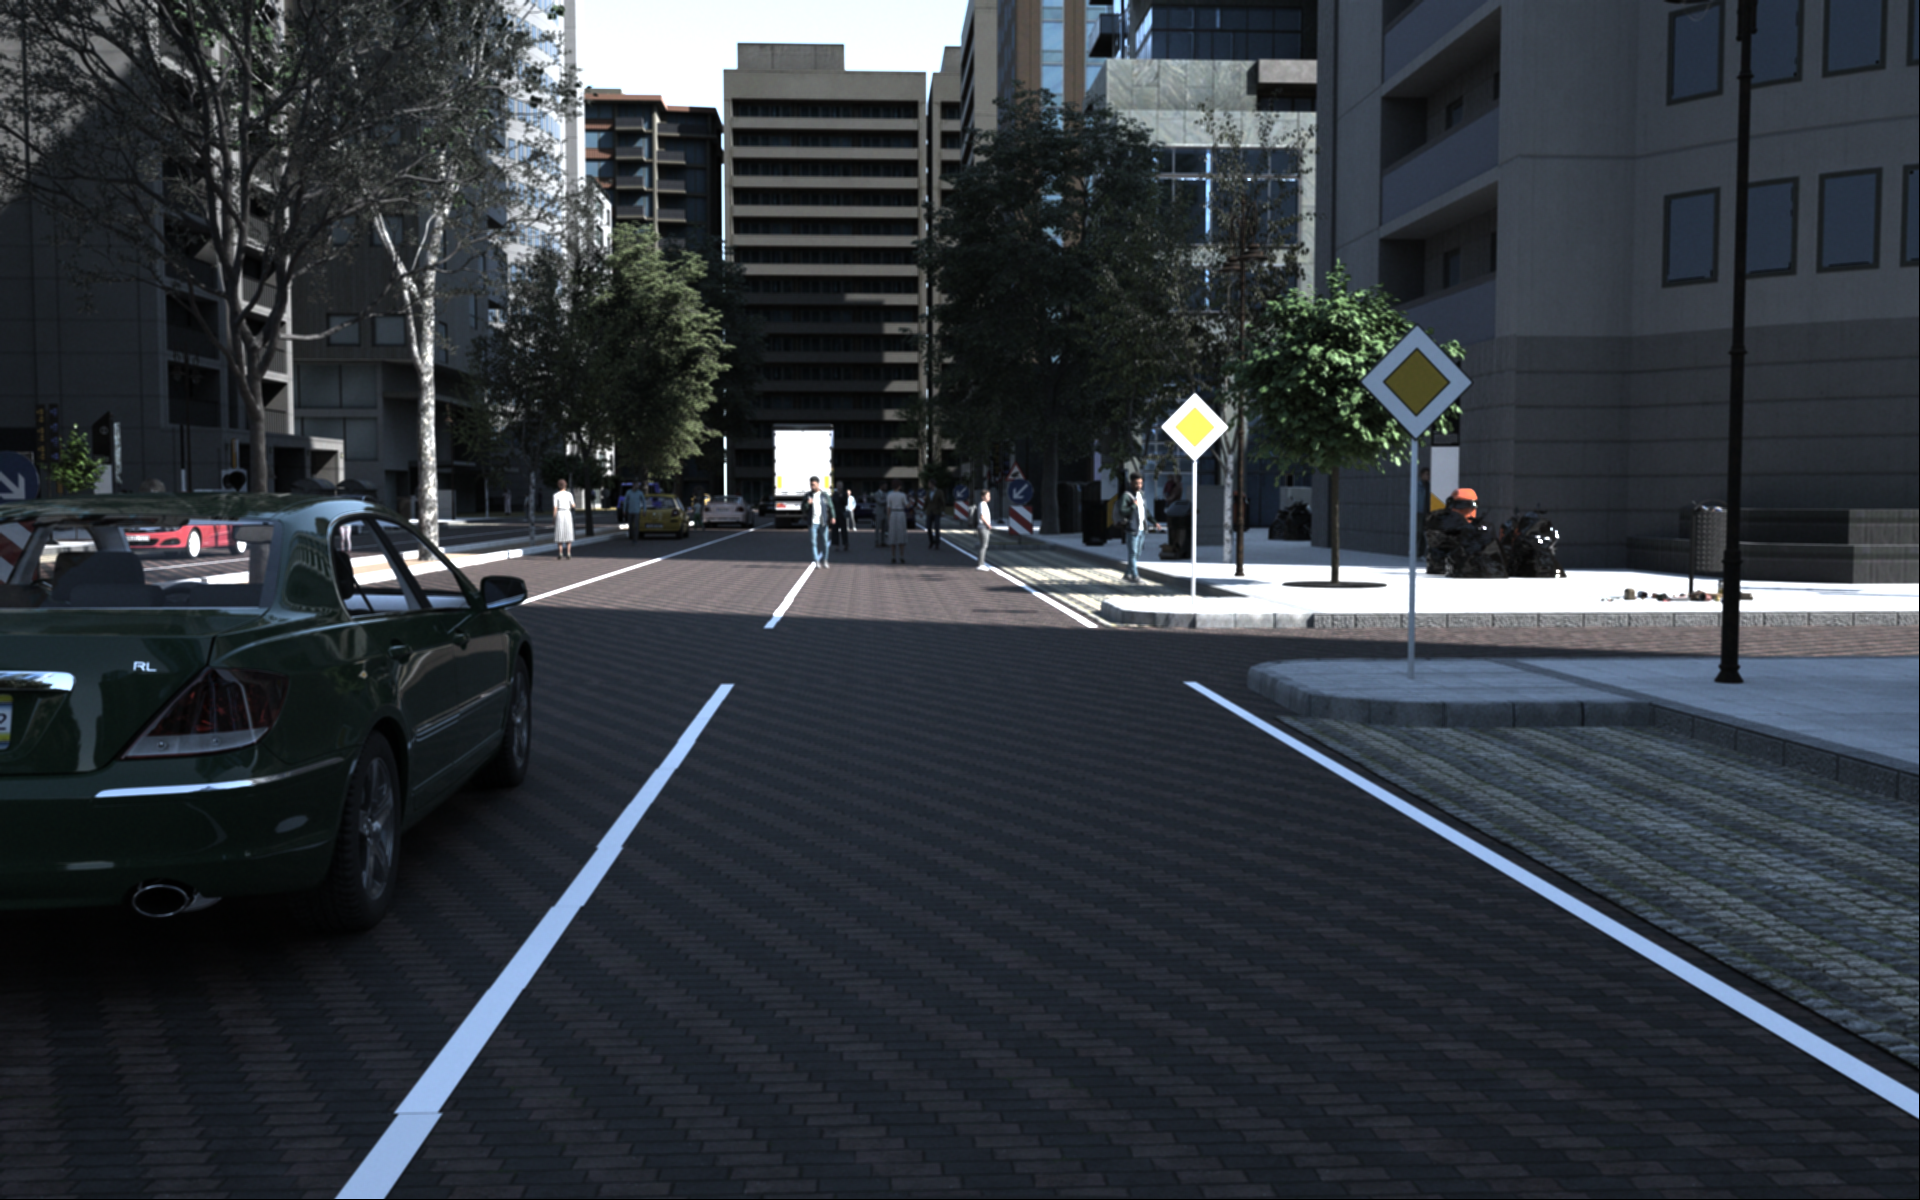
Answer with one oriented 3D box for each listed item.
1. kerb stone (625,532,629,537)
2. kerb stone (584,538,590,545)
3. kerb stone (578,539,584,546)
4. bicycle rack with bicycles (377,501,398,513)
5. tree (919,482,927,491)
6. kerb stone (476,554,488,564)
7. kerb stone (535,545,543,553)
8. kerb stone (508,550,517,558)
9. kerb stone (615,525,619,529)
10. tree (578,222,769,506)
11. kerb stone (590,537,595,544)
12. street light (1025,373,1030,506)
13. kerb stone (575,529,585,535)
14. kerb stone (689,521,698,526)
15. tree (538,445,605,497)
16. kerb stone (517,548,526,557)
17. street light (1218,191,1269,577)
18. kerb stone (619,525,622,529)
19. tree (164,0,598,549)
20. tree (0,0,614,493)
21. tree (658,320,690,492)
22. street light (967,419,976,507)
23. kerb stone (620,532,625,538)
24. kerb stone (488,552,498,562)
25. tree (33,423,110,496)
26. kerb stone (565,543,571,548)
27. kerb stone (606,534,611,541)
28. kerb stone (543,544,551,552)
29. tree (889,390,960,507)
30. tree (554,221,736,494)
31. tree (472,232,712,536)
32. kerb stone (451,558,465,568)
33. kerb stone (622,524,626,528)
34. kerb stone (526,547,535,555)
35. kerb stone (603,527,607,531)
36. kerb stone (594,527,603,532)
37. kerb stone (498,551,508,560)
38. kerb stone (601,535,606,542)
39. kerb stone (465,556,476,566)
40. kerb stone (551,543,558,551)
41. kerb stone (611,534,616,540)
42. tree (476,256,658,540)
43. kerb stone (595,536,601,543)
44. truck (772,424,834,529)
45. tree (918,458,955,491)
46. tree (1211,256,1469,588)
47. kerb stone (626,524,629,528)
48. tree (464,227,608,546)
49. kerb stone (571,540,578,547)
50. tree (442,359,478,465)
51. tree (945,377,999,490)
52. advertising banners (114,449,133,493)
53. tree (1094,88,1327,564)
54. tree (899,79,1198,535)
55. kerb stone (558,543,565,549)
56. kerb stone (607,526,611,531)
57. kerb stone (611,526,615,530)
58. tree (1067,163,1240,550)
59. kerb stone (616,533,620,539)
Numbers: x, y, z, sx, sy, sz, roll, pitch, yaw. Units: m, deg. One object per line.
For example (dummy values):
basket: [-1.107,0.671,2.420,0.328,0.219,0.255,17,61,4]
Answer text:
kerb stone: [-11.155,-2.144,57.253,0.120,0.150,1.000,0,4,-3]
kerb stone: [-10.696,-1.643,49.058,0.120,0.150,1.000,0,4,-3]
kerb stone: [-10.649,-1.573,48.037,0.120,0.150,1.000,0,4,-3]
bicycle rack with bicycles: [-30.109,-4.733,90.772,2.852,0.926,2.925,-2,4,-30]
tree: [-2.757,-10.109,159.882,1.663,3.219,1.824,0,3,0]
kerb stone: [-9.967,-0.829,35.746,0.120,0.150,1.000,0,4,-3]
kerb stone: [-10.306,-1.205,41.898,0.120,0.150,1.000,0,4,-3]
kerb stone: [-10.141,-1.017,38.822,0.120,0.150,1.000,0,4,-3]
kerb stone: [-13.923,-2.886,69.432,0.120,0.150,1.000,0,4,-3]
tree: [-13.420,-10.570,81.937,9.857,13.997,8.962,0,3,0]
kerb stone: [-10.759,-1.706,50.081,0.120,0.150,1.000,0,4,-3]
street light: [2.378,-5.410,61.242,0.468,5.910,1.993,0,4,-3]
kerb stone: [-13.470,-2.387,61.221,0.120,0.150,1.000,0,4,-3]
kerb stone: [-12.450,-3.585,80.812,0.120,0.150,1.000,0,4,-3]
tree: [-26.797,-8.116,116.415,4.285,4.588,4.351,0,3,0]
kerb stone: [-10.195,-1.069,39.851,0.120,0.150,1.000,0,4,-3]
street light: [4.358,-3.304,26.816,0.468,5.910,1.993,0,4,-3]
kerb stone: [-13.977,-2.946,70.454,0.120,0.150,1.000,0,4,-3]
tree: [-12.647,-10.944,37.285,12.611,20.169,13.585,0,3,0]
tree: [-10.358,-6.873,25.208,12.009,13.543,11.850,0,3,0]
tree: [-12.248,-6.910,65.797,4.737,8.622,4.395,0,3,0]
street light: [0.621,-7.454,94.655,0.468,5.910,1.993,0,4,-3]
kerb stone: [-11.092,-2.082,56.232,0.120,0.150,1.000,0,4,-3]
kerb stone: [-10.030,-0.891,36.767,0.120,0.150,1.000,0,4,-3]
tree: [-23.843,-3.199,46.907,1.663,3.219,1.824,0,3,0]
kerb stone: [-10.532,-1.455,45.992,0.120,0.150,1.000,0,4,-3]
kerb stone: [-10.932,-1.894,53.163,0.120,0.150,1.000,0,4,-3]
kerb stone: [-10.363,-1.265,42.927,0.120,0.150,1.000,0,4,-3]
tree: [-3.176,-15.083,172.369,9.928,11.665,9.643,0,3,0]
tree: [-13.230,-9.264,72.045,7.486,12.596,7.792,0,3,0]
tree: [-12.575,-7.462,58.875,8.767,10.594,7.601,0,4,-3]
kerb stone: [-9.856,-0.704,33.704,0.120,0.150,1.000,0,4,-3]
kerb stone: [-14.031,-3.012,71.475,0.120,0.150,1.000,0,4,-3]
kerb stone: [-10.252,-1.143,40.877,0.120,0.150,1.000,0,4,-3]
kerb stone: [-13.754,-2.695,66.359,0.120,0.150,1.000,0,4,-3]
kerb stone: [-13.695,-2.639,65.338,0.120,0.150,1.000,0,4,-3]
kerb stone: [-10.089,-0.953,37.795,0.120,0.150,1.000,0,4,-3]
kerb stone: [-10.875,-1.831,52.135,0.120,0.150,1.000,0,4,-3]
kerb stone: [-9.919,-0.764,34.725,0.120,0.150,1.000,0,4,-3]
kerb stone: [-10.421,-1.331,43.949,0.120,0.150,1.000,0,4,-3]
kerb stone: [-10.982,-1.957,54.184,0.120,0.150,1.000,0,4,-3]
tree: [-11.694,-6.071,52.088,4.737,8.622,4.395,0,3,0]
kerb stone: [-10.817,-1.768,51.103,0.120,0.150,1.000,0,4,-3]
truck: [-6.788,-5.268,75.045,2.839,4.237,11.283,0,4,-5]
tree: [-2.141,-10.480,155.054,4.285,4.588,4.351,0,3,0]
tree: [5.208,-2.476,24.195,4.285,4.588,4.351,0,3,0]
kerb stone: [-14.091,-3.076,72.495,0.120,0.150,1.000,0,4,-3]
tree: [-11.750,-5.787,47.439,4.360,8.622,3.978,0,3,0]
kerb stone: [-10.589,-1.518,47.013,0.120,0.150,1.000,0,4,-3]
tree: [-25.648,-8.748,93.391,4.737,8.622,4.395,0,3,0]
tree: [1.316,-9.045,98.252,4.737,8.622,4.395,0,3,0]
advertising banners: [-28.992,-3.906,60.045,0.090,3.025,2.074,-3,5,-39]
tree: [4.837,-4.985,31.869,4.360,8.622,3.978,0,3,0]
tree: [2.958,-9.055,54.703,9.857,13.997,8.962,0,3,0]
kerb stone: [-10.474,-1.388,44.972,0.120,0.150,1.000,0,4,-3]
kerb stone: [-13.809,-2.761,67.379,0.120,0.150,1.000,0,4,-3]
kerb stone: [-13.866,-2.826,68.404,0.120,0.150,1.000,0,4,-3]
tree: [4.301,-5.465,39.716,4.737,8.622,4.395,0,3,0]
kerb stone: [-11.046,-2.019,55.211,0.120,0.150,1.000,0,4,-3]
